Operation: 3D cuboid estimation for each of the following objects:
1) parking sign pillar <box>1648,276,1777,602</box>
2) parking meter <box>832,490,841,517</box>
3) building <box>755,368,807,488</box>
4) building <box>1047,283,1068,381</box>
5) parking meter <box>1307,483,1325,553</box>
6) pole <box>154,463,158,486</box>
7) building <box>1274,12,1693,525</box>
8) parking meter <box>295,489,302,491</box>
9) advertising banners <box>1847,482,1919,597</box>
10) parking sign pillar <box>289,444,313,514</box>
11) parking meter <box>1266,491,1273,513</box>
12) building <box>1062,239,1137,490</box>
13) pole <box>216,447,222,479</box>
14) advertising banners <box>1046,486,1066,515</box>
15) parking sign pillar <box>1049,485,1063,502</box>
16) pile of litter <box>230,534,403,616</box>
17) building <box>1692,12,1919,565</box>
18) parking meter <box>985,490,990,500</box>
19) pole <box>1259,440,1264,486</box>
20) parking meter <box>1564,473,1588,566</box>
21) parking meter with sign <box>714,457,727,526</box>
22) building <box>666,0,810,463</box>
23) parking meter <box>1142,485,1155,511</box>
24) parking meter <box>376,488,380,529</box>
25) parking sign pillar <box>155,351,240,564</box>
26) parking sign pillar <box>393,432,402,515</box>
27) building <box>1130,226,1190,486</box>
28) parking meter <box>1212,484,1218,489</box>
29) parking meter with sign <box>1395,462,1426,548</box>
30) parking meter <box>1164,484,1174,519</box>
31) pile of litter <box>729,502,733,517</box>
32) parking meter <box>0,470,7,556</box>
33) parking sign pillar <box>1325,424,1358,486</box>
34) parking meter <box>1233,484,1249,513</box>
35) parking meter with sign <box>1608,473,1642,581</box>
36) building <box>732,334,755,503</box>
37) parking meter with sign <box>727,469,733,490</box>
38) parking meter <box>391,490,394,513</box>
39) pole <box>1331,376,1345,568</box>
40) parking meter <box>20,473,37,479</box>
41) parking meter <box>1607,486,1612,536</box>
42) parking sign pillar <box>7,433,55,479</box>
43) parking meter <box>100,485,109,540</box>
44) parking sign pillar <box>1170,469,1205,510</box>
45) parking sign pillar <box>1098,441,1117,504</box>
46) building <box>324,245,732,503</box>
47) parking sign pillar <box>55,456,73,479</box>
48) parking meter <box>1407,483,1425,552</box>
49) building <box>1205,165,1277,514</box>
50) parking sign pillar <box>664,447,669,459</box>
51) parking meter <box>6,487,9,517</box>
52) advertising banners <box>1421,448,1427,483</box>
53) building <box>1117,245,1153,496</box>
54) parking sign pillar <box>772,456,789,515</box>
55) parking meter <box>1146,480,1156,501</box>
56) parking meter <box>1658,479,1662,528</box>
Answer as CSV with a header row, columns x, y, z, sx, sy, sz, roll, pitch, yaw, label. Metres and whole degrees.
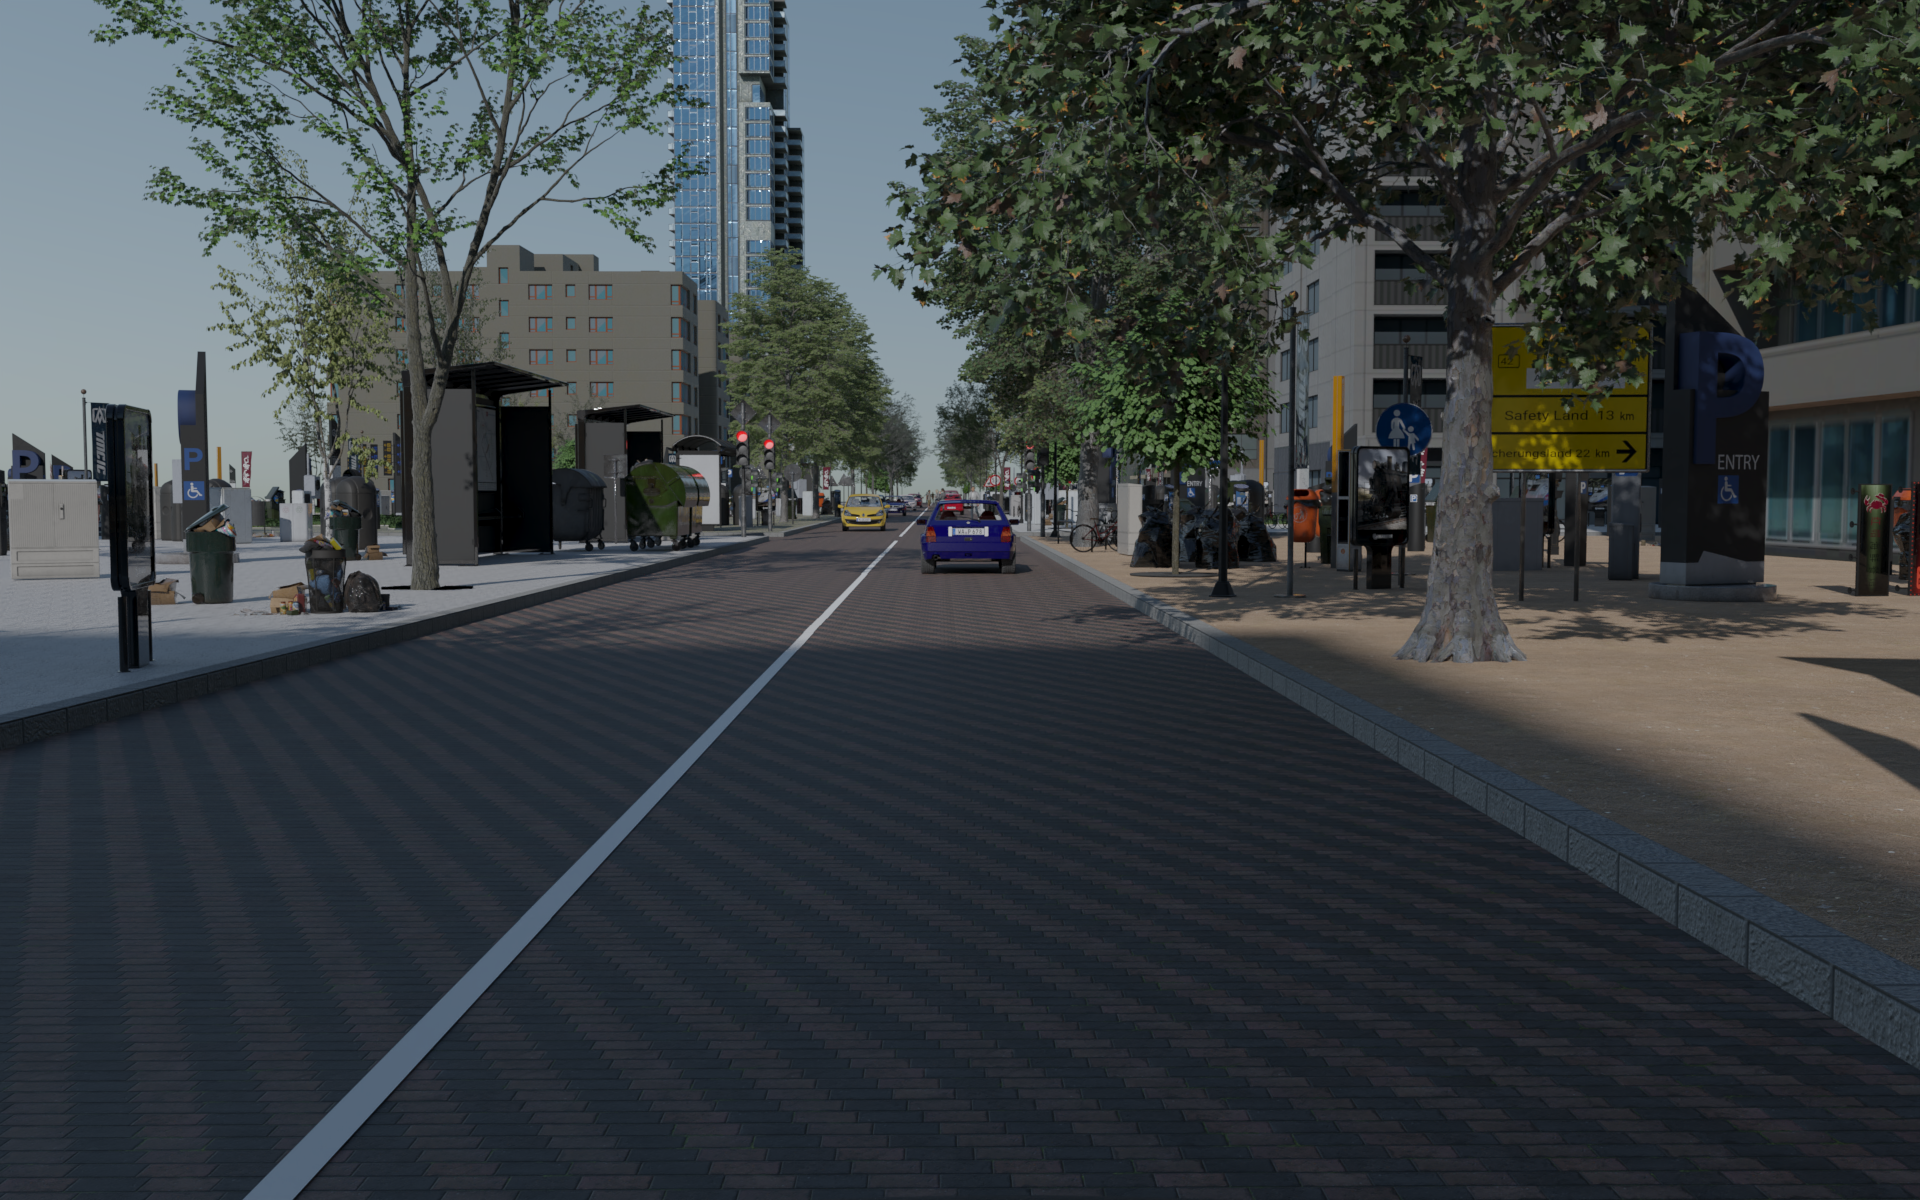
x,y,z,sx,sy,sz,roll,pitch,yaw,label
9.220,-1.997,21.123,1.447,3.967,1.447,-2,4,-24,parking sign pillar
-6.886,-5.449,97.495,0.372,1.533,0.369,0,3,0,parking meter
-36.582,-24.561,246.603,27.650,21.520,28.899,0,4,-1,building
24.630,-40.304,282.667,21.300,48.544,21.600,0,4,-1,building
7.791,-1.805,37.929,0.372,1.533,0.369,0,3,0,parking meter
-53.218,-7.393,114.717,0.158,3.312,0.155,0,3,0,pole
27.036,-39.268,80.281,20.611,71.187,20.563,0,4,-1,building
-34.959,-5.083,91.516,0.372,1.533,0.369,0,3,0,parking meter
12.144,-1.563,21.743,2.074,3.025,0.090,-1,4,-10,advertising banners
-35.507,-6.409,93.257,1.447,3.967,1.447,2,4,29,parking sign pillar
18.025,-5.651,100.798,0.372,1.533,0.369,0,3,0,parking meter
26.678,-38.928,256.086,23.786,49.044,30.456,0,4,-1,building
-31.886,-4.939,74.600,0.158,3.312,0.155,0,3,0,pole
5.883,-6.748,106.515,2.074,3.025,0.090,2,4,34,advertising banners
6.338,-7.693,114.253,1.447,3.967,1.447,-1,4,-16,parking sign pillar
-6.988,-0.299,18.854,1.719,0.858,1.176,-1,4,-14,pile of litter
26.596,-24.603,25.959,21.300,48.544,21.600,0,4,-1,building
1.848,-6.648,117.109,0.372,1.533,0.369,0,3,0,parking meter
11.405,-4.382,65.492,0.158,3.312,0.155,0,3,0,pole
10.958,-1.534,30.795,0.399,1.863,0.255,-3,5,-40,parking meter
-10.125,-4.430,68.695,0.543,3.016,1.738,2,4,30,parking meter with sign
-34.833,-58.883,275.414,22.319,86.520,31.000,0,4,-1,building
5.299,-2.469,48.783,0.372,1.533,0.369,0,3,0,parking meter
-21.414,-3.361,63.355,0.372,1.533,0.369,0,3,0,parking meter
-14.207,-2.672,32.161,1.447,3.967,1.447,-1,4,-21,parking sign pillar
-24.347,-5.376,76.371,1.447,3.967,1.447,2,4,26,parking sign pillar
27.148,-30.328,150.489,22.147,44.769,28.867,0,4,-1,building
14.800,-5.804,100.612,0.399,1.863,0.255,1,4,23,parking meter
10.786,-2.782,41.751,0.543,3.016,1.738,0,4,-5,parking meter with sign
5.361,-2.170,43.885,0.372,1.533,0.369,0,3,0,parking meter
-12.610,-5.103,97.399,1.176,0.858,1.719,0,4,4,pile of litter
-20.043,-1.852,35.985,0.399,1.863,0.255,0,4,-3,parking meter
14.528,-4.744,66.030,1.447,3.967,1.447,-2,4,-35,parking sign pillar
6.841,-2.064,42.161,0.372,1.533,0.369,0,3,0,parking meter
10.126,-1.842,26.376,0.543,3.016,1.738,1,4,21,parking meter with sign
-36.737,-20.345,177.688,27.650,21.520,28.899,0,4,-1,building
-16.607,-7.680,121.836,0.543,3.016,1.738,1,4,18,parking meter with sign
-30.837,-5.266,94.511,0.372,1.533,0.369,0,3,0,parking meter
6.537,-2.210,29.971,0.158,3.312,0.155,0,3,0,pole
-25.568,-2.562,47.596,0.255,1.863,0.399,2,4,26,parking meter
19.822,-2.697,52.508,0.372,1.533,0.369,0,3,0,parking meter
-41.240,-5.396,76.697,1.447,3.967,1.447,-1,4,-11,parking sign pillar
-23.973,-2.466,48.732,0.372,1.533,0.369,0,3,0,parking meter
8.455,-4.635,64.249,1.447,3.967,1.447,-2,4,-29,parking sign pillar
5.114,-4.388,60.218,1.447,3.967,1.447,1,4,16,parking sign pillar
-35.482,-18.582,148.848,27.650,21.520,28.899,0,4,-1,building
-60.656,-7.871,117.158,1.447,3.967,1.447,-2,4,-35,parking sign pillar
10.218,-1.858,38.789,0.372,1.533,0.369,0,3,0,parking meter
22.216,-20.888,113.215,14.160,30.474,14.107,0,4,-1,building
-16.770,-6.795,99.571,1.447,3.967,1.447,-1,4,-18,parking sign pillar
-27.726,-2.570,50.427,0.372,1.533,0.369,0,3,0,parking meter
11.018,-2.955,44.499,2.074,3.025,0.090,1,4,13,advertising banners
26.976,-53.037,179.823,22.319,86.520,31.000,0,4,-1,building
-11.271,-7.371,108.989,1.447,3.967,1.447,2,4,29,parking sign pillar
8.133,-4.164,73.791,0.399,1.863,0.255,-2,4,-25,parking meter
26.752,-3.671,65.729,0.255,1.863,0.399,-2,4,-33,parking meter
